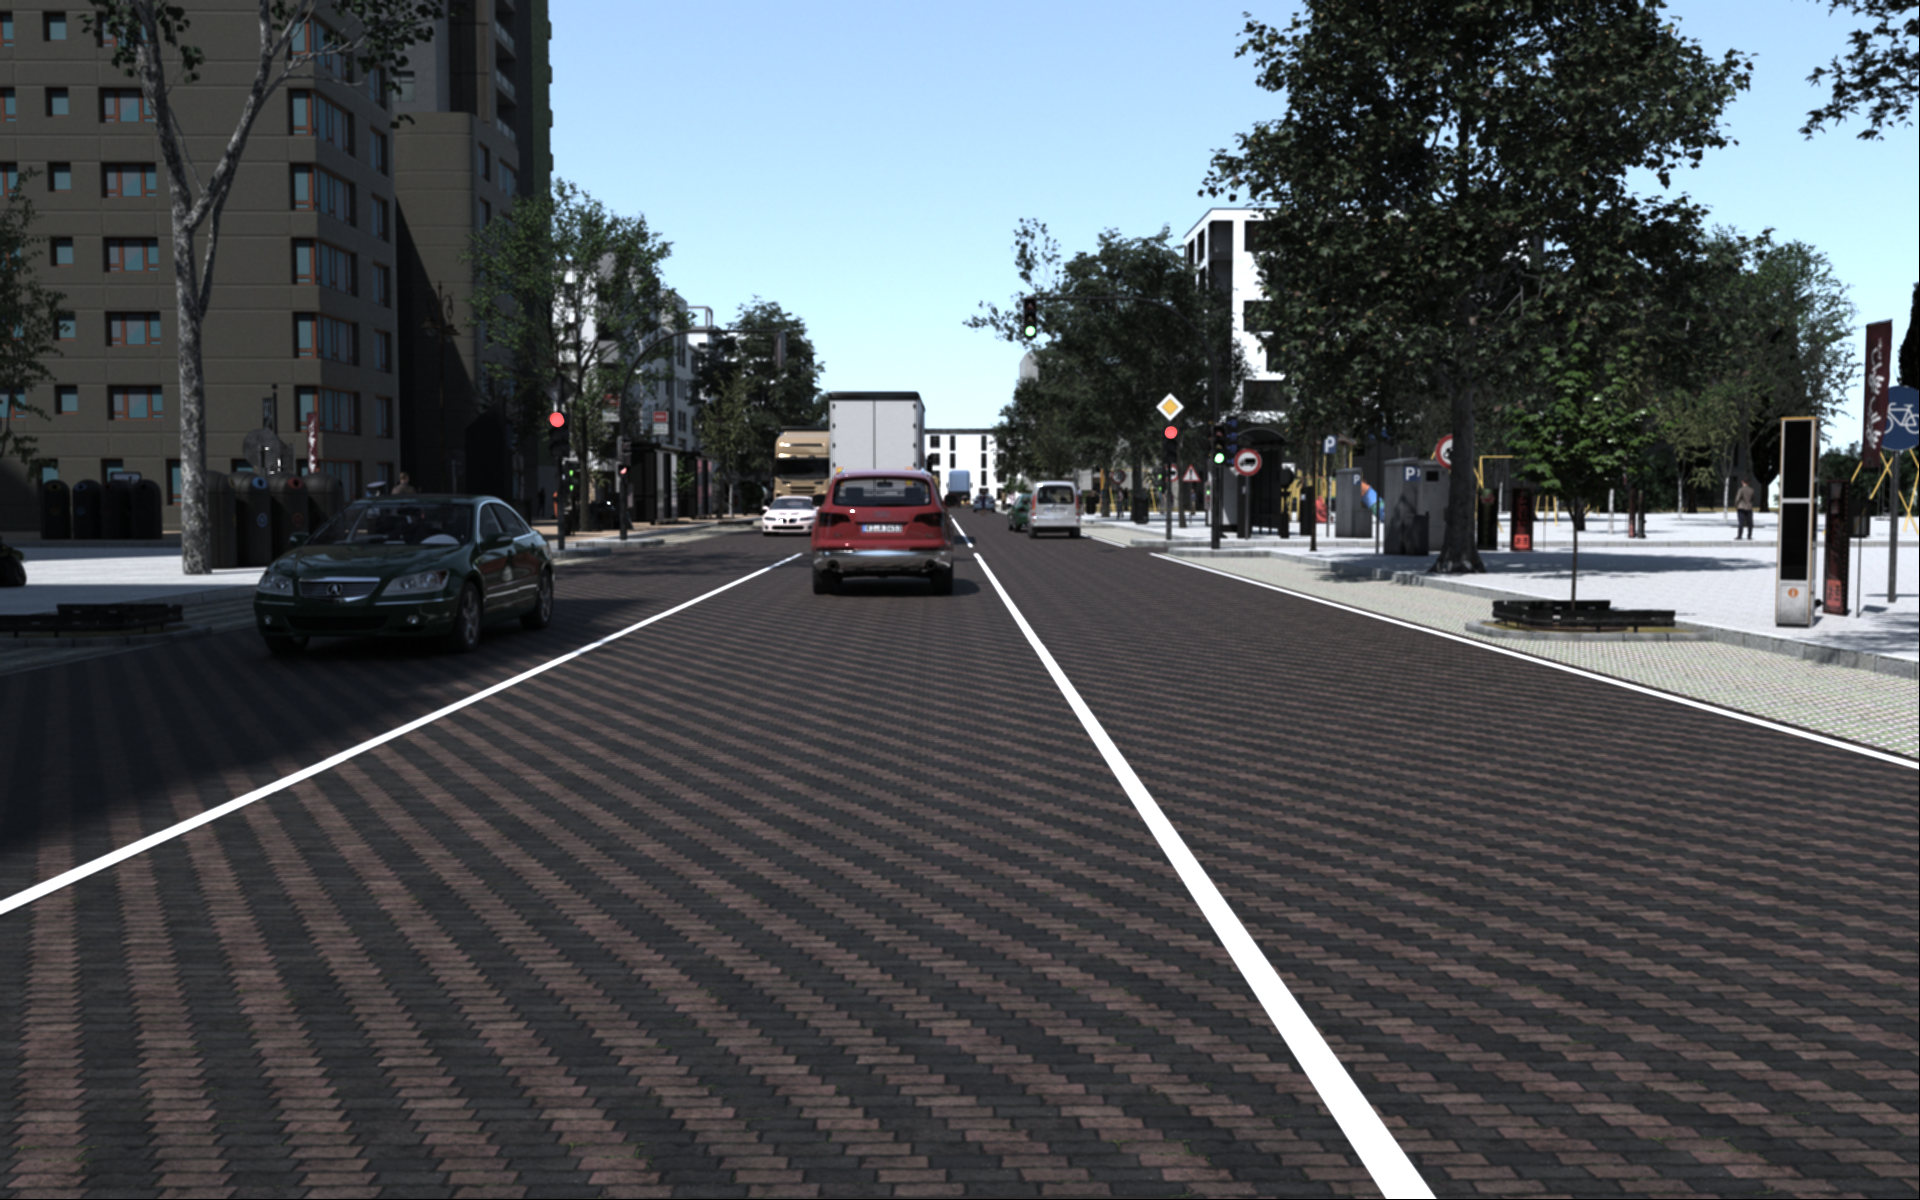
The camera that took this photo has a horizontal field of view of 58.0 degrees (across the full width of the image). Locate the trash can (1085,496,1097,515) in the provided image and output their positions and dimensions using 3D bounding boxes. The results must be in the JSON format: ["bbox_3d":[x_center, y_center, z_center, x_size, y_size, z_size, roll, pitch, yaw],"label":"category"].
[{"bbox_3d":[8.213,-5.941,108.792,0.748,1.137,0.748,0,3,0],"label":"trash can"}]

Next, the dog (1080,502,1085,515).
[{"bbox_3d":[7.365,-5.587,105.735,0.800,0.831,0.513,-2,4,-29],"label":"dog"}]

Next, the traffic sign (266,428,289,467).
[{"bbox_3d":[-13.719,-2.119,34.383,0.795,2.593,0.064,0,4,1],"label":"traffic sign"}]

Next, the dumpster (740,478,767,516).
[{"bbox_3d":[-12.347,-6.174,103.445,1.502,2.255,1.985,0,4,-1],"label":"dumpster"}]

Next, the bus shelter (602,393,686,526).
[{"bbox_3d":[-13.223,-5.760,71.803,2.179,5.291,8.768,0,4,-1],"label":"bus shelter"}]

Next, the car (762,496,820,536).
[{"bbox_3d":[-5.799,-2.942,60.465,2.083,1.381,4.827,0,4,0],"label":"car"}]

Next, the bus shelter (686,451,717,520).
[{"bbox_3d":[-13.760,-6.646,86.292,2.179,5.291,8.768,0,4,-1],"label":"bus shelter"}]

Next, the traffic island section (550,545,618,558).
[{"bbox_3d":[-9.231,-1.086,40.034,2.009,0.180,2.903,0,4,-1],"label":"traffic island section"}]

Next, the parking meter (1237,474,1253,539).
[{"bbox_3d":[8.220,-2.708,49.991,0.399,1.863,0.255,0,4,-5],"label":"parking meter"}]

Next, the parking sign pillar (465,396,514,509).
[{"bbox_3d":[-13.079,-3.649,48.128,1.447,3.967,1.447,1,4,23],"label":"parking sign pillar"}]

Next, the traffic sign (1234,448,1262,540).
[{"bbox_3d":[7.998,-2.944,48.241,0.768,2.556,0.104,0,4,2],"label":"traffic sign"}]

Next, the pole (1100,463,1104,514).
[{"bbox_3d":[9.273,-7.292,113.068,0.158,3.312,0.155,0,3,0],"label":"pole"}]

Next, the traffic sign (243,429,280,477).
[{"bbox_3d":[-13.684,-2.068,33.919,0.768,2.556,0.104,0,4,6],"label":"traffic sign"}]

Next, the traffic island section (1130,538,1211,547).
[{"bbox_3d":[5.837,-1.587,48.225,2.009,0.180,2.903,0,4,-1],"label":"traffic island section"}]

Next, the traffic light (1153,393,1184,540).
[{"bbox_3d":[5.797,-3.620,48.111,0.839,4.253,0.868,0,4,-1],"label":"traffic light"}]

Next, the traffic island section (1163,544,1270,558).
[{"bbox_3d":[5.949,-1.098,40.241,2.009,0.180,2.903,0,4,-1],"label":"traffic island section"}]

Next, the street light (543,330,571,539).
[{"bbox_3d":[-11.326,-4.653,48.858,0.468,5.910,1.993,0,4,-1],"label":"street light"}]

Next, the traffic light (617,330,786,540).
[{"bbox_3d":[-7.212,-4.482,47.949,4.771,5.953,1.251,0,4,-1],"label":"traffic light"}]

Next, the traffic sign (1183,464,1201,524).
[{"bbox_3d":[9.930,-4.559,74.543,0.884,2.594,0.081,0,4,8],"label":"traffic sign"}]

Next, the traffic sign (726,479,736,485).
[{"bbox_3d":[-12.549,-5.853,95.805,0.768,2.556,0.104,0,4,0],"label":"traffic sign"}]

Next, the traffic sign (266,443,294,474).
[{"bbox_3d":[-13.721,-2.009,34.970,0.606,2.300,0.079,1,4,8],"label":"traffic sign"}]

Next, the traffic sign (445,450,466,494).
[{"bbox_3d":[-14.495,-3.032,49.672,0.768,2.556,0.104,0,4,6],"label":"traffic sign"}]

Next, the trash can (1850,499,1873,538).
[{"bbox_3d":[26.286,-2.386,50.659,0.748,1.137,0.748,0,3,0],"label":"trash can"}]

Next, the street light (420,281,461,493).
[{"bbox_3d":[-11.263,-3.969,37.681,0.468,5.910,1.993,0,4,-1],"label":"street light"}]

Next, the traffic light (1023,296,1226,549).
[{"bbox_3d":[3.818,-3.993,39.956,4.771,5.953,1.251,0,4,-1],"label":"traffic light"}]

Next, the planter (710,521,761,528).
[{"bbox_3d":[-9.376,-3.151,72.665,1.991,0.319,1.994,0,4,-1],"label":"planter"}]

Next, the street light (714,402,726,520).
[{"bbox_3d":[-11.797,-6.882,85.312,0.468,5.910,1.993,0,4,-1],"label":"street light"}]

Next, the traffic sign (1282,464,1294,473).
[{"bbox_3d":[10.863,-3.410,57.891,0.606,2.300,0.079,0,4,8],"label":"traffic sign"}]

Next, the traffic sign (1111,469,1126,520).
[{"bbox_3d":[7.961,-5.326,87.194,0.768,2.556,0.104,0,4,5],"label":"traffic sign"}]

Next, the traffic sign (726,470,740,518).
[{"bbox_3d":[-12.228,-5.703,93.342,0.768,2.556,0.104,0,4,7],"label":"traffic sign"}]

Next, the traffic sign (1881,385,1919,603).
[{"bbox_3d":[11.017,-1.242,20.405,0.768,2.556,0.104,0,4,6],"label":"traffic sign"}]

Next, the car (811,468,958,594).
[{"bbox_3d":[-1.147,-1.082,26.360,2.281,1.827,5.304,0,4,-2],"label":"car"}]

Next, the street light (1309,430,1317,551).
[{"bbox_3d":[7.954,-4.038,38.812,0.468,5.910,1.993,0,4,-1],"label":"street light"}]

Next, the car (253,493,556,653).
[{"bbox_3d":[-5.314,-0.325,17.104,2.131,1.459,4.920,0,4,0],"label":"car"}]

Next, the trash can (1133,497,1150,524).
[{"bbox_3d":[7.714,-3.789,73.595,0.748,1.137,0.748,0,3,0],"label":"trash can"}]

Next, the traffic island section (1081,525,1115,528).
[{"bbox_3d":[5.478,-3.090,73.380,1.991,0.108,1.994,0,4,-1],"label":"traffic island section"}]

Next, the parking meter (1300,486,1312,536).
[{"bbox_3d":[10.643,-2.741,53.229,0.372,1.533,0.369,0,3,0],"label":"parking meter"}]

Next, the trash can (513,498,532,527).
[{"bbox_3d":[-14.216,-2.722,56.164,0.748,1.137,0.748,0,3,0],"label":"trash can"}]

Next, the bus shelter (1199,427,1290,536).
[{"bbox_3d":[9.031,-3.755,55.320,2.014,3.302,5.546,0,4,-1],"label":"bus shelter"}]

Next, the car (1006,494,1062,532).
[{"bbox_3d":[2.870,-3.346,66.506,2.131,1.459,4.920,0,4,-3],"label":"car"}]

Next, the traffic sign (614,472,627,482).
[{"bbox_3d":[-15.027,-4.716,77.210,0.768,2.556,0.104,0,4,2],"label":"traffic sign"}]

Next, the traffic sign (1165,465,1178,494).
[{"bbox_3d":[9.080,-4.559,74.643,0.768,2.556,0.104,1,4,8],"label":"traffic sign"}]

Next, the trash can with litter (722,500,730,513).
[{"bbox_3d":[-15.806,-6.561,118.651,1.055,1.170,0.624,1,4,13],"label":"trash can with litter"}]

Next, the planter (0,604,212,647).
[{"bbox_3d":[-8.578,0.249,17.068,1.991,0.319,1.994,0,4,-1],"label":"planter"}]

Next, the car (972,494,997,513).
[{"bbox_3d":[1.914,-7.571,135.784,2.014,1.417,4.499,0,4,1],"label":"car"}]

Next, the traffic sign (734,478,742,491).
[{"bbox_3d":[-15.505,-7.336,120.050,0.768,2.556,0.104,0,4,7],"label":"traffic sign"}]

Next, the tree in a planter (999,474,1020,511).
[{"bbox_3d":[4.399,-9.388,150.714,1.991,3.239,1.994,0,4,-1],"label":"tree in a planter"}]

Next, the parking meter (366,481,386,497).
[{"bbox_3d":[-11.447,-1.565,34.004,0.372,1.533,0.369,0,3,0],"label":"parking meter"}]

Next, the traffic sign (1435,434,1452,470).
[{"bbox_3d":[10.415,-2.233,36.621,0.768,2.556,0.104,0,4,6],"label":"traffic sign"}]

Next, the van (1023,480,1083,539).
[{"bbox_3d":[3.077,-3.058,57.008,2.013,2.044,4.112,0,4,1],"label":"van"}]

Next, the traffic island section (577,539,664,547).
[{"bbox_3d":[-9.343,-1.574,48.019,2.009,0.180,2.903,0,4,-1],"label":"traffic island section"}]

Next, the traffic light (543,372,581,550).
[{"bbox_3d":[-9.191,-3.118,39.900,0.839,4.253,0.868,0,4,-1],"label":"traffic light"}]

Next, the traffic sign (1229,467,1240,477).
[{"bbox_3d":[8.513,-3.201,52.447,0.768,2.556,0.104,0,4,0],"label":"traffic sign"}]

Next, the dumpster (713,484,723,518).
[{"bbox_3d":[-13.546,-5.384,93.793,1.264,1.857,1.865,0,4,-1],"label":"dumpster"}]

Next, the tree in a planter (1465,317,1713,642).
[{"bbox_3d":[6.259,-1.245,17.572,1.991,3.239,1.994,0,4,-1],"label":"tree in a planter"}]
